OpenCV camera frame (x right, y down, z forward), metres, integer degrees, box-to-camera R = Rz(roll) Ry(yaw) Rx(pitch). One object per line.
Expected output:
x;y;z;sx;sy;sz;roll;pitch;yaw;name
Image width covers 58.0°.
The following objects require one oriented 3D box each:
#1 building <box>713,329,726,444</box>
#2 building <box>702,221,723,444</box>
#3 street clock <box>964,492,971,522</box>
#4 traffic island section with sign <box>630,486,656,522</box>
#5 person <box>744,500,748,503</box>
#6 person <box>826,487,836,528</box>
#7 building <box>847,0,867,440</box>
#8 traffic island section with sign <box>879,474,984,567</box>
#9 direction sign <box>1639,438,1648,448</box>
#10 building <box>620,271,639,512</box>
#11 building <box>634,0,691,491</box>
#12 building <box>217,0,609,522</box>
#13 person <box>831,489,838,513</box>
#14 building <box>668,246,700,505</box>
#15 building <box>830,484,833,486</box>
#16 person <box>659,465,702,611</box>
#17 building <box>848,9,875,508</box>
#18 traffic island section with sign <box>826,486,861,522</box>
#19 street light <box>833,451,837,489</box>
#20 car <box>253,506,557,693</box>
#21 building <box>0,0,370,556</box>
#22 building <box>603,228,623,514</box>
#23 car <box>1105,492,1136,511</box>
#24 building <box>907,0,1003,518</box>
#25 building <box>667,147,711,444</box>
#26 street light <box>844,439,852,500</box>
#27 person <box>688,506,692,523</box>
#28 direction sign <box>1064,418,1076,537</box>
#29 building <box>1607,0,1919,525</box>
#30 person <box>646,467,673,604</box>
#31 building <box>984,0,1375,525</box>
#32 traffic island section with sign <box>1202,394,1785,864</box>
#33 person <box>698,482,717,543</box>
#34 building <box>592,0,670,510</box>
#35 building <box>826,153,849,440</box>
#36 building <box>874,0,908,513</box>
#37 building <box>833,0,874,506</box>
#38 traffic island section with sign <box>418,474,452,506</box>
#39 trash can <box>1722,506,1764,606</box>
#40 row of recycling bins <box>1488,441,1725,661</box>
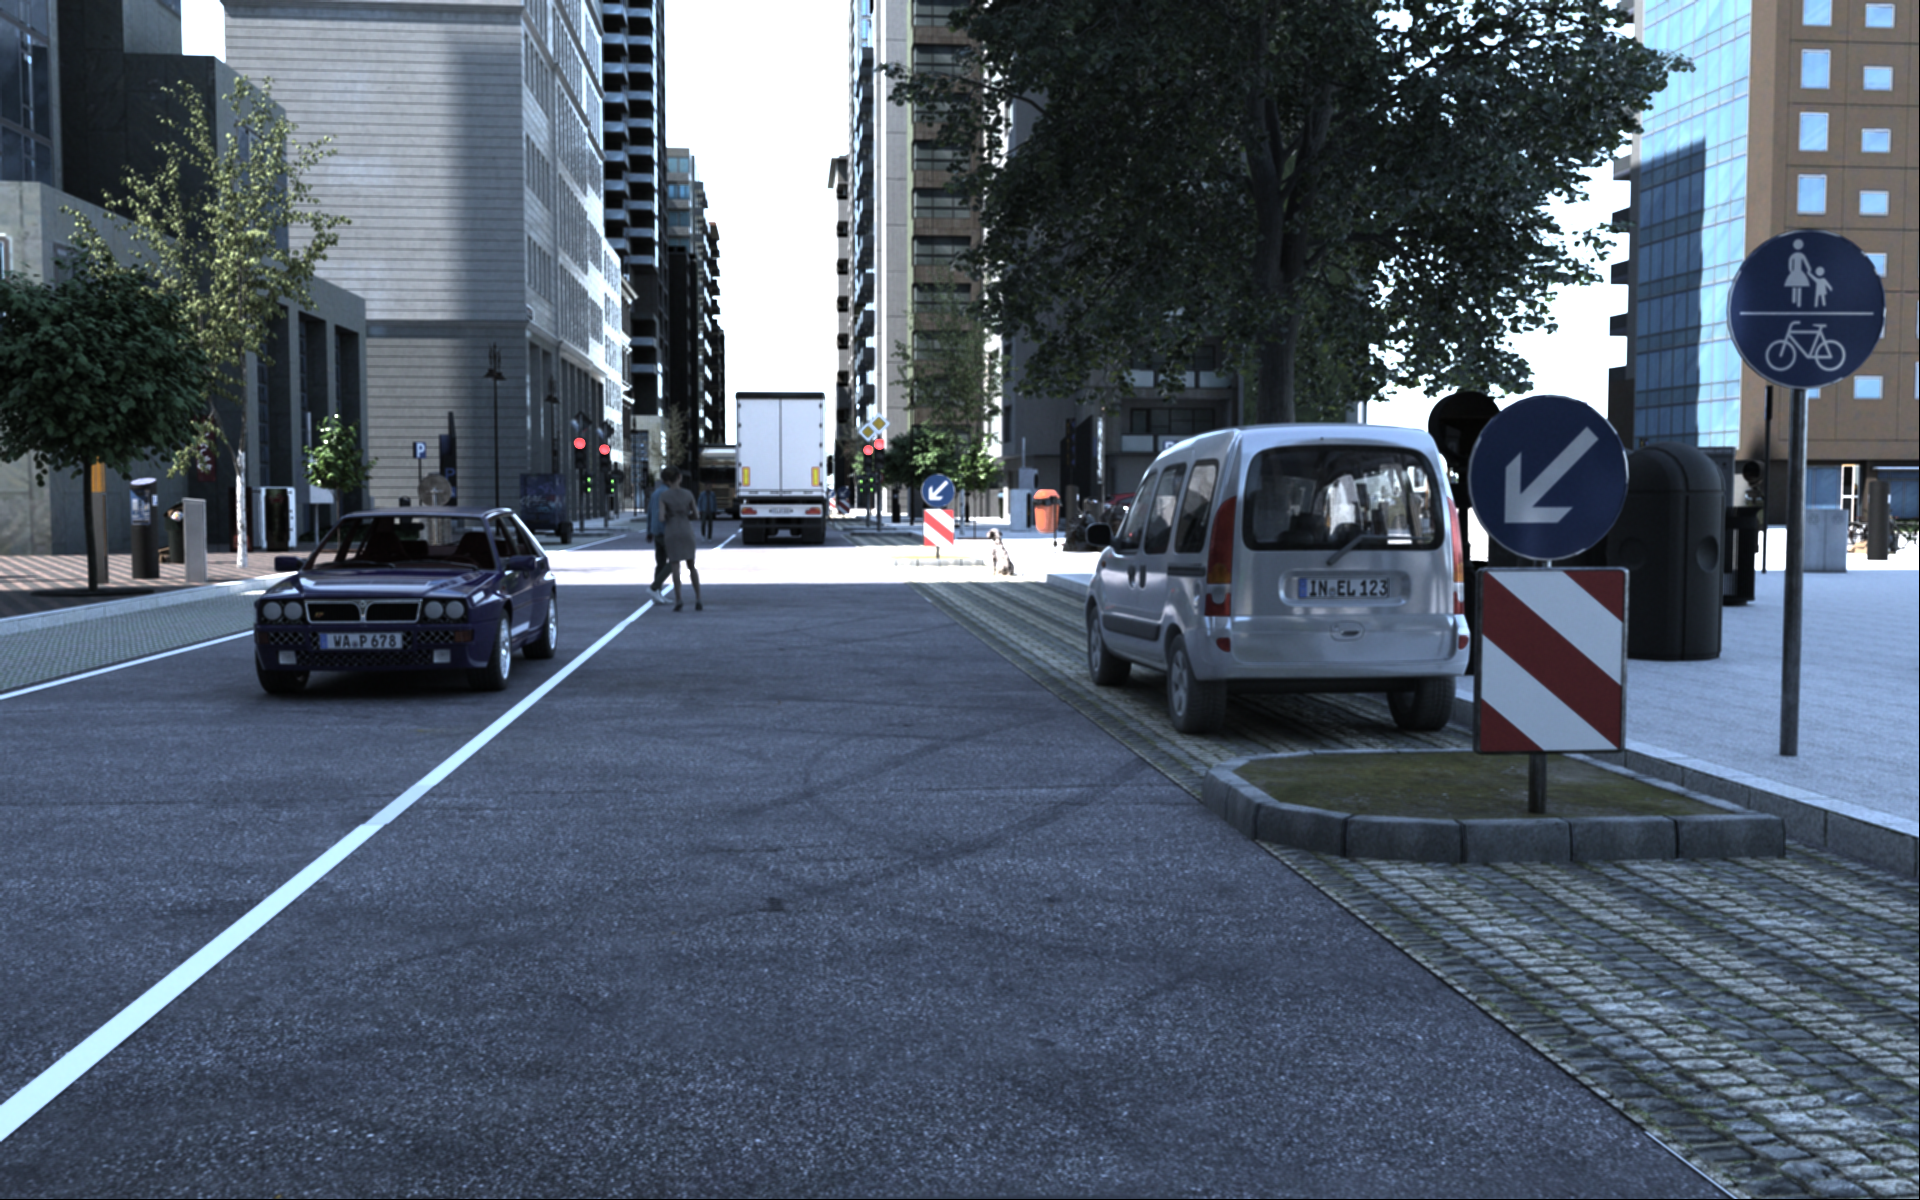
-46.558;-31.743;290.705;14.160;30.474;14.107;0;4;-6;building
-48.263;-37.545;268.479;22.147;44.769;28.867;0;4;-6;building
0.324;-4.523;78.528;0.358;2.002;0.471;0;4;1;street clock
-15.883;-4.918;89.038;1.989;1.847;2.006;0;4;-6;traffic island section with sign
-17.488;-8.090;140.867;0.778;1.811;0.616;-3;4;-37;person
-5.436;-3.770;70.893;0.466;1.731;0.760;3;5;43;person
-7.066;-48.995;239.318;20.563;71.187;20.611;0;4;-6;building
-0.611;-1.607;34.905;1.989;1.847;2.006;0;4;-6;traffic island section with sign
27.716;-4.788;70.284;0.379;3.537;0.876;3;5;41;direction sign
-28.604;-15.716;121.580;10.561;19.102;19.286;0;4;-6;building
-38.823;-45.350;179.732;20.563;71.187;20.611;0;4;-6;building
-23.515;-18.514;80.201;11.434;29.767;29.804;0;4;-6;building
-8.867;-6.949;122.391;0.850;1.792;0.678;-1;4;-10;person
-37.364;-26.142;199.130;14.160;30.474;14.107;0;4;-6;building
-7.096;-36.611;290.475;32.217;40.220;23.993;0;4;-6;building
-3.430;-0.757;21.217;0.599;1.781;0.374;-2;4;-27;person
1.027;-33.775;171.832;23.786;49.044;30.456;0;4;-6;building
-6.179;-4.990;90.217;1.989;1.847;2.006;0;4;-6;traffic island section with sign
-13.283;-12.905;183.777;0.468;5.910;1.993;0;4;-6;street light
-4.281;-0.072;13.761;1.945;1.354;3.894;0;4;-5;car
-33.922;-44.627;42.330;31.000;86.520;22.319;0;4;-6;building
-26.324;-15.221;103.613;10.420;20.320;16.860;0;4;-6;building
7.278;-3.437;65.232;4.494;1.783;2.155;0;4;-6;car
3.799;-20.086;100.110;14.160;30.474;14.107;0;4;-6;building
-45.959;-37.873;238.824;23.786;49.044;30.456;0;4;-6;building
-9.781;-10.755;148.629;0.468;5.910;1.993;0;4;-6;street light
-13.258;-4.519;84.987;0.503;1.515;0.523;2;4;35;person
3.311;-3.658;51.799;0.379;3.537;0.876;-1;4;-14;direction sign
39.334;-26.130;77.343;14.200;45.320;14.600;0;4;-6;building
-3.887;-0.837;22.532;0.444;1.785;0.601;-1;4;-22;person
8.649;-23.831;73.226;14.086;41.232;14.154;0;4;-6;building
2.153;0.061;7.636;1.989;1.847;2.006;0;4;-6;traffic island section with sign
-7.474;-2.592;51.229;0.601;1.785;0.444;-1;4;-16;person
-37.108;-51.430;153.549;22.319;86.520;31.000;0;4;-6;building
-5.558;-41.296;264.421;28.713;52.752;27.495;0;4;-6;building
4.126;-35.874;128.539;21.231;58.520;28.212;0;4;-6;building
-3.336;-54.337;201.075;22.319;86.520;31.000;0;4;-6;building
-10.328;-1.548;33.938;1.989;1.847;2.006;0;4;-6;traffic island section with sign
8.866;-0.512;20.025;0.748;1.137;0.748;0;3;0;trash can
5.460;-0.481;14.980;1.069;1.692;3.534;0;4;-2;row of recycling bins
